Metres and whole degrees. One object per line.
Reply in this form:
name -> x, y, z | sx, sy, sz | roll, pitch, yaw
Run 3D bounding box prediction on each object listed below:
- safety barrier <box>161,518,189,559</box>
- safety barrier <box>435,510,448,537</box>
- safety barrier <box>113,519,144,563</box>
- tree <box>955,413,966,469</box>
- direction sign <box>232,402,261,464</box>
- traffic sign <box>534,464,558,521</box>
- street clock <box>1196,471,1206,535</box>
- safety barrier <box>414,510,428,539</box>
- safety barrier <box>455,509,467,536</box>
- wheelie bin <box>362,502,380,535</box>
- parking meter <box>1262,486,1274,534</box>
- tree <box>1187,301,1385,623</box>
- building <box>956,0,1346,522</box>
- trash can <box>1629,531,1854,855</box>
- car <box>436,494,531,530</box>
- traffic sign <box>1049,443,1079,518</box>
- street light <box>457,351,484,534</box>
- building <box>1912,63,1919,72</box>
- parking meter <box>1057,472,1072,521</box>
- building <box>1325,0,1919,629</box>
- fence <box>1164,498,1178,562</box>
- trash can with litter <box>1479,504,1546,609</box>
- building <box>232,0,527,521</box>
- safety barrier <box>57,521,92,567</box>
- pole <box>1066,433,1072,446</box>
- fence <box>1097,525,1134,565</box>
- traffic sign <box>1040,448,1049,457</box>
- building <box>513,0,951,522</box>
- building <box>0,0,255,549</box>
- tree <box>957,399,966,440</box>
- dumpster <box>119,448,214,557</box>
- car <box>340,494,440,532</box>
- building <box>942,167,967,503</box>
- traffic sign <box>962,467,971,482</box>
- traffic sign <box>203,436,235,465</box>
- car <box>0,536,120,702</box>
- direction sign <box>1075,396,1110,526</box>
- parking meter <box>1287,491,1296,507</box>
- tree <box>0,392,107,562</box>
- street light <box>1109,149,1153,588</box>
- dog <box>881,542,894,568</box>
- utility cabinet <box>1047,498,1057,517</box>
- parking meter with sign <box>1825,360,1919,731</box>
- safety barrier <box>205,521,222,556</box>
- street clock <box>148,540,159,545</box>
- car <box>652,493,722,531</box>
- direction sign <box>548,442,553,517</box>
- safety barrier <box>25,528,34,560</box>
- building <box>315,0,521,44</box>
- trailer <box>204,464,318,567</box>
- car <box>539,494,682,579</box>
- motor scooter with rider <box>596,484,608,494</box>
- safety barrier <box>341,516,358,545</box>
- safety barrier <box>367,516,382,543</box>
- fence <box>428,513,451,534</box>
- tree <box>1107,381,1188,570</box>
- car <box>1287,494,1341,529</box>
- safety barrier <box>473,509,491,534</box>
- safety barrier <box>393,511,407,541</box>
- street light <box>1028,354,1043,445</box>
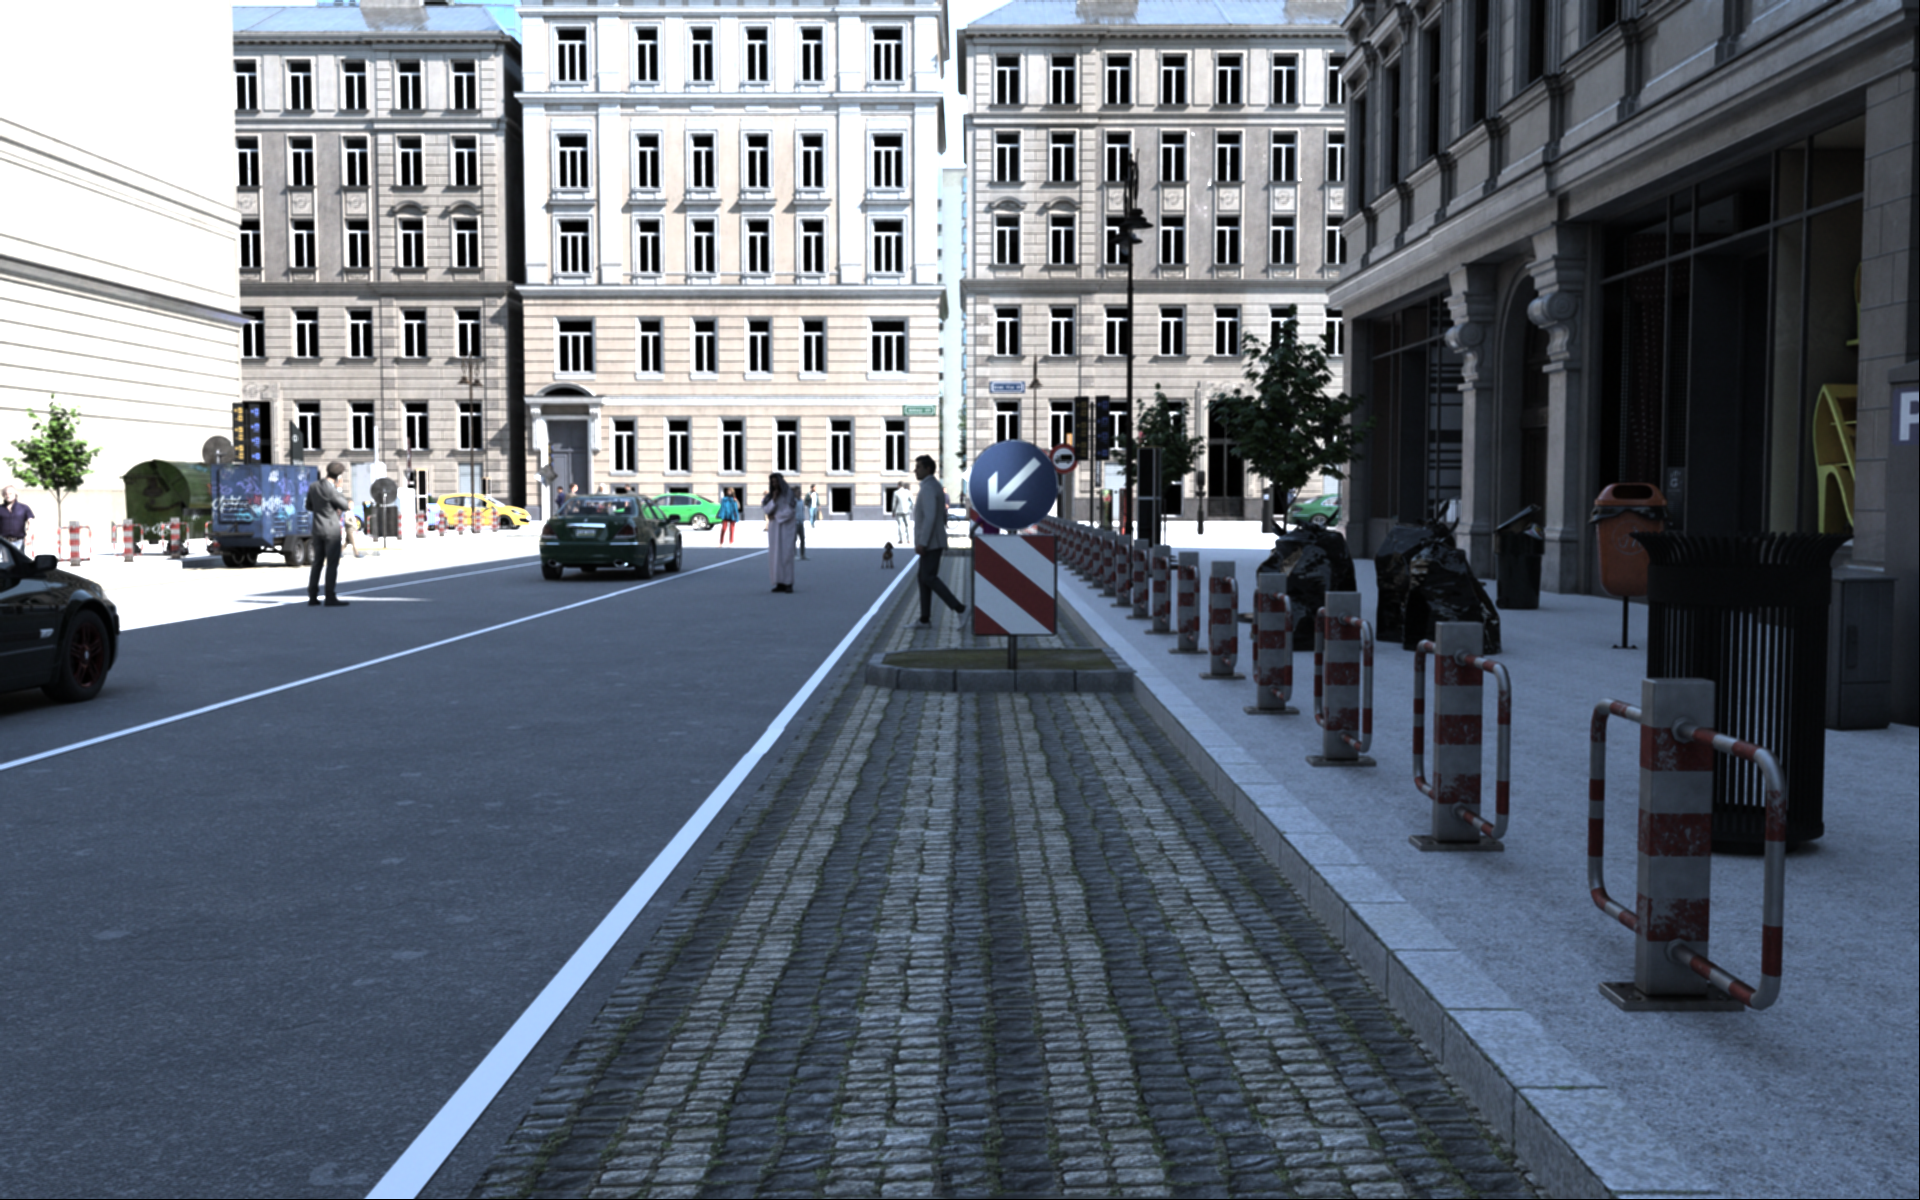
safety barrier -> -15.495, -1.219, 34.209 | 0.300, 0.817, 1.120 | 0, 4, 0
safety barrier -> -15.414, -2.277, 51.500 | 0.300, 0.817, 1.120 | 0, 4, 0
safety barrier -> -15.504, -1.102, 32.285 | 0.300, 0.817, 1.120 | 0, 4, 0
tree -> 3.262, -16.612, 189.735 | 7.486, 12.596, 7.792 | 0, 3, 0
direction sign -> -17.787, -3.135, 43.253 | 0.379, 3.537, 0.876 | 1, 4, 22
traffic sign -> -13.787, -3.308, 57.727 | 0.795, 2.450, 0.064 | 0, 4, 0
street clock -> 7.553, -3.043, 54.317 | 0.358, 2.002, 0.471 | 1, 4, 13
safety barrier -> -15.421, -2.159, 49.578 | 0.300, 0.817, 1.120 | 0, 4, 0
safety barrier -> -15.404, -2.395, 53.426 | 0.300, 0.817, 1.120 | 0, 4, 0
wheelie bin -> -18.280, -2.827, 54.136 | 0.693, 1.594, 0.980 | 0, 4, -4
parking meter -> 9.972, -2.918, 56.127 | 0.372, 1.533, 0.369 | 0, 3, 0
tree -> 3.411, -1.394, 17.401 | 1.663, 3.219, 1.824 | 0, 3, 0
building -> 12.386, -17.615, 85.274 | 25.104, 27.353, 12.463 | 0, 4, 0
trash can -> 2.835, 0.325, 6.337 | 0.748, 1.137, 0.748 | 0, 3, 0
car -> -19.391, -3.653, 69.948 | 3.980, 1.641, 2.015 | 0, 3, 0
traffic sign -> 2.612, -2.662, 43.625 | 0.768, 2.556, 0.104 | 1, 4, 10
street light -> -15.836, -5.101, 56.185 | 0.468, 5.910, 1.993 | 0, 4, 0
building -> 11.863, -8.484, 3.349 | 10.561, 19.102, 19.286 | 0, 4, 0
parking meter -> 2.679, -2.371, 44.484 | 0.255, 1.863, 0.399 | -2, 4, -30
building -> 12.036, -11.145, 33.126 | 10.553, 20.767, 40.483 | 0, 4, 0
fence -> 4.009, -1.387, 33.887 | 0.480, 1.192, 2.264 | 0, 4, 6
trash can with litter -> 6.012, -0.492, 19.427 | 1.055, 1.170, 0.624 | 2, 4, 24
building -> -33.199, -17.686, 86.429 | 25.104, 27.353, 12.463 | 0, 4, 0
safety barrier -> -15.519, -0.984, 30.364 | 0.300, 0.817, 1.120 | 0, 4, 0
pole -> 3.670, -3.945, 58.345 | 0.158, 3.312, 0.155 | 0, 3, 0
fence -> 2.889, -1.034, 32.285 | 0.278, 0.683, 2.069 | -1, 4, -15
traffic sign -> 2.101, -2.897, 47.469 | 0.768, 2.556, 0.104 | 1, 4, 9
building -> -10.588, -18.366, 86.184 | 20.117, 28.700, 13.634 | 0, 4, 0
building -> -36.036, -12.948, 44.984 | 30.059, 22.955, 16.112 | 0, 4, 0
tree -> 3.350, -13.681, 149.437 | 9.928, 11.665, 9.643 | 0, 3, 0
dumpster -> -16.410, -2.061, 36.187 | 1.502, 2.255, 1.985 | 0, 4, 0
car -> -21.683, -3.447, 65.949 | 3.694, 1.707, 1.945 | 0, 4, 2
building -> -10.988, -38.588, 250.517 | 30.456, 49.044, 23.786 | 0, 4, 0
traffic sign -> 0.457, -3.302, 57.638 | 0.795, 2.450, 0.064 | 0, 4, 0
traffic sign -> -16.137, -2.299, 37.690 | 0.768, 2.556, 0.104 | 0, 4, 8
car -> -6.883, -0.059, 10.750 | 2.009, 1.686, 4.222 | 0, 4, 0
direction sign -> 3.056, -2.945, 40.153 | 0.876, 3.537, 0.379 | 2, 4, 30
parking meter -> 14.959, -4.265, 78.147 | 0.372, 1.533, 0.369 | 0, 3, 0
tree -> -17.179, -2.346, 32.967 | 1.663, 3.219, 1.824 | 0, 3, 0
street light -> 2.320, -3.112, 23.666 | 0.468, 5.910, 1.993 | 0, 4, 0
dog -> -1.402, -0.874, 33.573 | 0.406, 0.507, 0.540 | -3, 4, -36
utility cabinet -> 3.671, -4.135, 76.291 | 1.173, 1.500, 0.318 | -2, 4, -28
parking meter with sign -> 5.547, -0.817, 9.625 | 1.738, 3.016, 0.543 | -1, 4, -14
safety barrier -> -15.487, -1.337, 36.138 | 0.300, 0.817, 1.120 | 0, 4, 0
street clock -> -20.365, -2.392, 43.687 | 0.471, 2.002, 0.358 | 3, 4, 38
car -> -11.455, -3.635, 68.232 | 4.718, 1.807, 1.959 | 0, 4, 2
direction sign -> -18.027, -5.158, 76.331 | 0.379, 3.537, 0.876 | 0, 4, -1
safety barrier -> -15.522, -0.867, 28.447 | 0.300, 0.817, 1.120 | 0, 4, 0
building -> -60.130, -54.293, 200.359 | 31.000, 86.520, 22.319 | 0, 4, 0
trailer -> -13.578, -1.606, 33.310 | 1.471, 1.999, 3.904 | 0, 4, 2
car -> -6.091, -1.147, 30.544 | 2.131, 1.459, 4.920 | 0, 4, 0
motor scooter with rider -> -10.576, -2.546, 50.593 | 0.876, 1.779, 1.986 | 0, 4, 1
safety barrier -> -15.448, -1.806, 43.811 | 0.300, 0.817, 1.120 | 0, 4, 0
safety barrier -> -15.440, -1.925, 45.745 | 0.300, 0.817, 1.120 | 0, 4, 0
fence -> -17.505, -2.478, 55.898 | 2.069, 0.683, 0.278 | 0, 4, 4
tree -> 3.326, -2.156, 29.844 | 1.663, 3.219, 1.824 | 0, 3, 0
car -> 14.965, -3.351, 66.579 | 4.920, 1.459, 2.131 | 0, 4, -1
safety barrier -> -15.392, -2.512, 55.343 | 0.300, 0.817, 1.120 | 0, 4, 0
safety barrier -> -15.430, -2.042, 47.661 | 0.300, 0.817, 1.120 | 0, 4, 0
street light -> 2.479, -5.164, 57.227 | 0.468, 5.910, 1.993 | 0, 4, 0
